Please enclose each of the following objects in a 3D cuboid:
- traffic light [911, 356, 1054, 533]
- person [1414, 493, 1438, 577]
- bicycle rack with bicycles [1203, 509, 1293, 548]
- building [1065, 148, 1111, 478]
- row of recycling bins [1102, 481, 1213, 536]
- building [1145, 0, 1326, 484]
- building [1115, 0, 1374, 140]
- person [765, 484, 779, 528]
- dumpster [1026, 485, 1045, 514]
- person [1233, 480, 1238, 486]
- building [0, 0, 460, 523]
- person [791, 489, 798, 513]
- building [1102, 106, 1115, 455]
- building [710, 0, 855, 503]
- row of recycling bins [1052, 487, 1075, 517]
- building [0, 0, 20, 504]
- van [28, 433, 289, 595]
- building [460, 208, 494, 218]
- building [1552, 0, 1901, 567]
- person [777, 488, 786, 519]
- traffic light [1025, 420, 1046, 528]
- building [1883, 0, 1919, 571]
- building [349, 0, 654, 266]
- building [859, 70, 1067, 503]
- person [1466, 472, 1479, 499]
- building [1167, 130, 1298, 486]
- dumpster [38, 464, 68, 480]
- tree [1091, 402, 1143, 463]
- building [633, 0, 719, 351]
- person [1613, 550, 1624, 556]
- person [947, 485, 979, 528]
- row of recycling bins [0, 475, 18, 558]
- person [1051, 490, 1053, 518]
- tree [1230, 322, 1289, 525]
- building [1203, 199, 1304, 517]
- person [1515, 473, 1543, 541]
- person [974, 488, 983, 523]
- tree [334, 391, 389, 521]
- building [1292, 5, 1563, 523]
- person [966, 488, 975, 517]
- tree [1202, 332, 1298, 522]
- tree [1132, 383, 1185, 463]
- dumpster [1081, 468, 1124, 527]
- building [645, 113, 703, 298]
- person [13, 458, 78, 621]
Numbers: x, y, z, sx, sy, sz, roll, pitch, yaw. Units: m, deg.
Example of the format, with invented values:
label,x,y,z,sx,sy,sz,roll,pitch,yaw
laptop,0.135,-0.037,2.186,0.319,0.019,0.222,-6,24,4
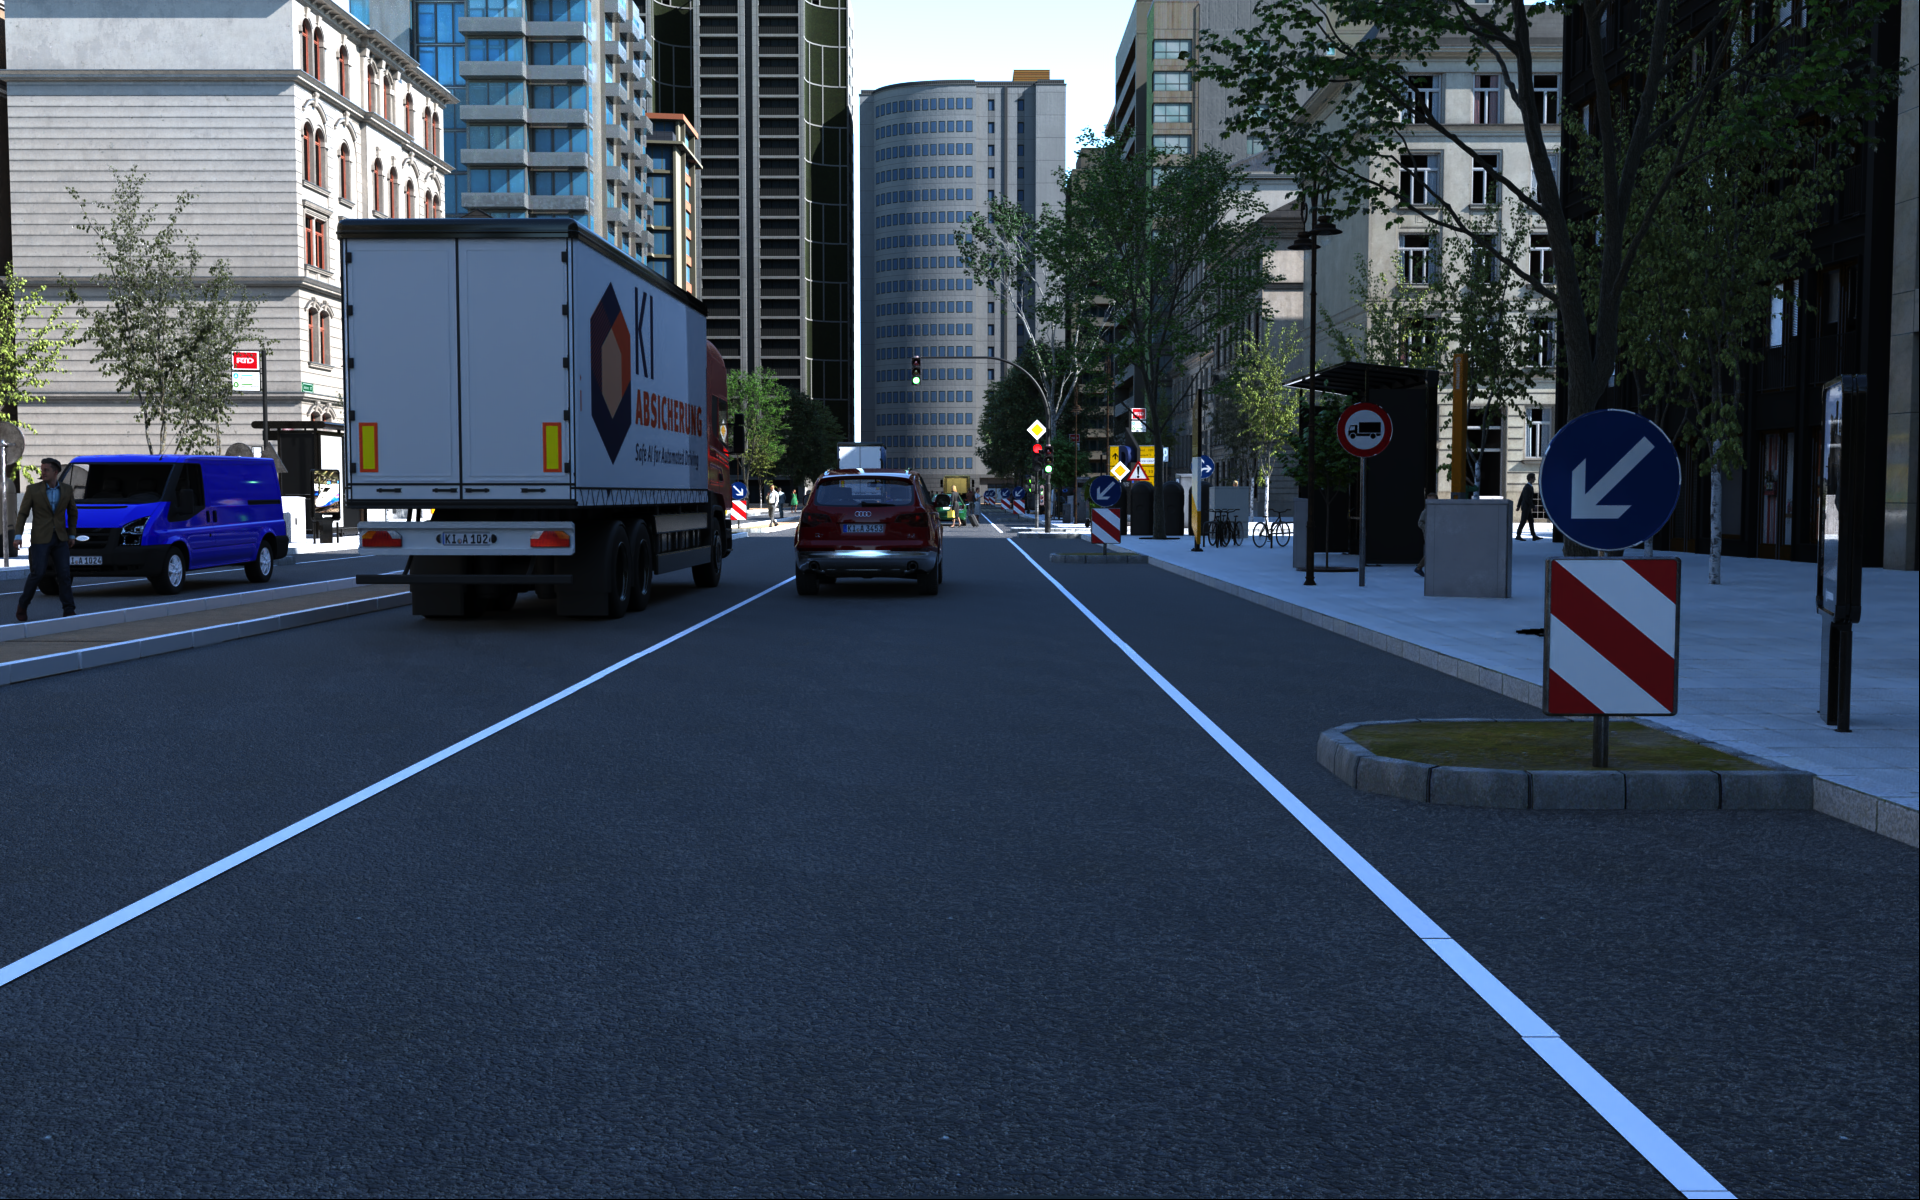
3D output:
label,x,y,z,sx,sy,sz,roll,pitch,yaw
traffic light,0.786,-5.042,57.105,4.771,5.953,1.251,0,3,0
person,7.261,-0.999,26.647,0.475,1.303,0.640,-3,5,-39
bicycle rack with bicycles,6.929,-1.758,42.119,2.852,0.926,2.925,2,4,35
building,25.621,-38.001,245.021,21.600,48.544,21.300,0,3,0
row of recycling bins,6.179,-2.863,53.926,3.534,1.692,1.069,1,4,10
building,22.581,-28.342,146.984,14.154,41.232,14.086,0,3,0
building,26.243,-33.081,164.569,21.300,48.544,21.600,0,3,0
person,-7.839,-3.887,72.150,0.679,1.850,0.850,2,4,31
dumpster,4.943,-6.530,112.518,1.264,1.857,1.865,0,3,0
person,10.492,-3.632,65.656,0.478,1.798,0.641,-1,4,-22
building,-35.178,-18.320,86.920,14.401,28.519,23.554,0,3,0
person,-12.800,-7.637,133.605,0.529,1.795,0.600,3,4,38
building,27.223,-32.744,189.988,22.147,44.769,28.867,0,3,0
building,-25.753,-49.273,243.872,20.611,71.187,20.563,0,3,0
row of recycling bins,6.412,-5.516,97.295,1.069,1.692,3.534,-3,5,-44
building,-52.956,-18.114,82.064,20.117,28.700,13.634,0,3,0
van,-12.130,-1.345,26.376,2.240,2.365,5.245,0,4,-1
building,-32.905,-16.404,119.115,10.553,20.767,40.483,0,3,0
building,21.894,-12.707,37.432,12.332,23.373,15.834,0,3,0
person,-10.430,-5.636,100.744,0.391,1.810,0.635,2,4,30
traffic light,2.881,-4.667,65.231,0.839,4.253,0.868,0,3,0
building,25.391,-12.682,11.863,19.350,26.468,34.151,0,3,0
building,-39.907,-32.743,154.961,23.786,49.044,30.456,0,3,0
building,0.190,-42.926,243.836,28.212,58.520,21.231,0,3,0
person,10.518,-1.840,36.380,0.529,1.795,0.600,-2,4,-32
building,22.720,-20.206,127.629,12.463,27.353,25.104,0,3,0
dumpster,-17.305,-1.756,34.466,1.264,1.857,1.865,0,3,0
tree,12.306,-11.270,134.620,4.360,8.622,3.978,0,3,0
building,-46.364,-49.269,243.807,20.611,71.187,20.563,0,3,0
person,6.692,-0.706,17.763,0.473,1.802,0.592,0,4,-4
person,0.119,-4.011,74.300,1.509,1.804,0.699,-1,4,-23
row of recycling bins,-20.002,-1.638,33.896,1.069,1.692,3.534,1,4,17
person,4.747,-5.232,91.472,0.514,1.842,0.818,-1,4,-10
tree,13.077,-7.471,72.516,4.737,8.622,4.395,0,3,0
building,21.399,-14.739,105.606,10.561,19.102,19.286,0,3,0
person,15.603,-2.544,47.415,0.755,1.850,0.659,1,4,16
person,0.961,-4.727,86.354,0.524,1.755,0.480,1,4,21
tree,-24.357,-7.520,73.319,4.360,8.622,3.978,0,3,0
building,32.189,-15.308,83.563,30.059,22.955,16.112,0,3,0
person,0.717,-6.158,109.163,0.573,1.828,0.580,3,4,37
tree,13.454,-7.898,79.494,4.360,8.622,3.978,0,3,0
tree,12.937,-10.069,114.995,4.737,8.622,4.395,0,3,0
dumpster,5.415,-3.880,65.937,1.502,2.255,1.985,0,3,0
building,-42.487,-32.969,193.674,28.867,44.769,22.147,0,3,0
person,-10.296,-0.678,19.496,0.836,1.842,0.656,1,4,12
